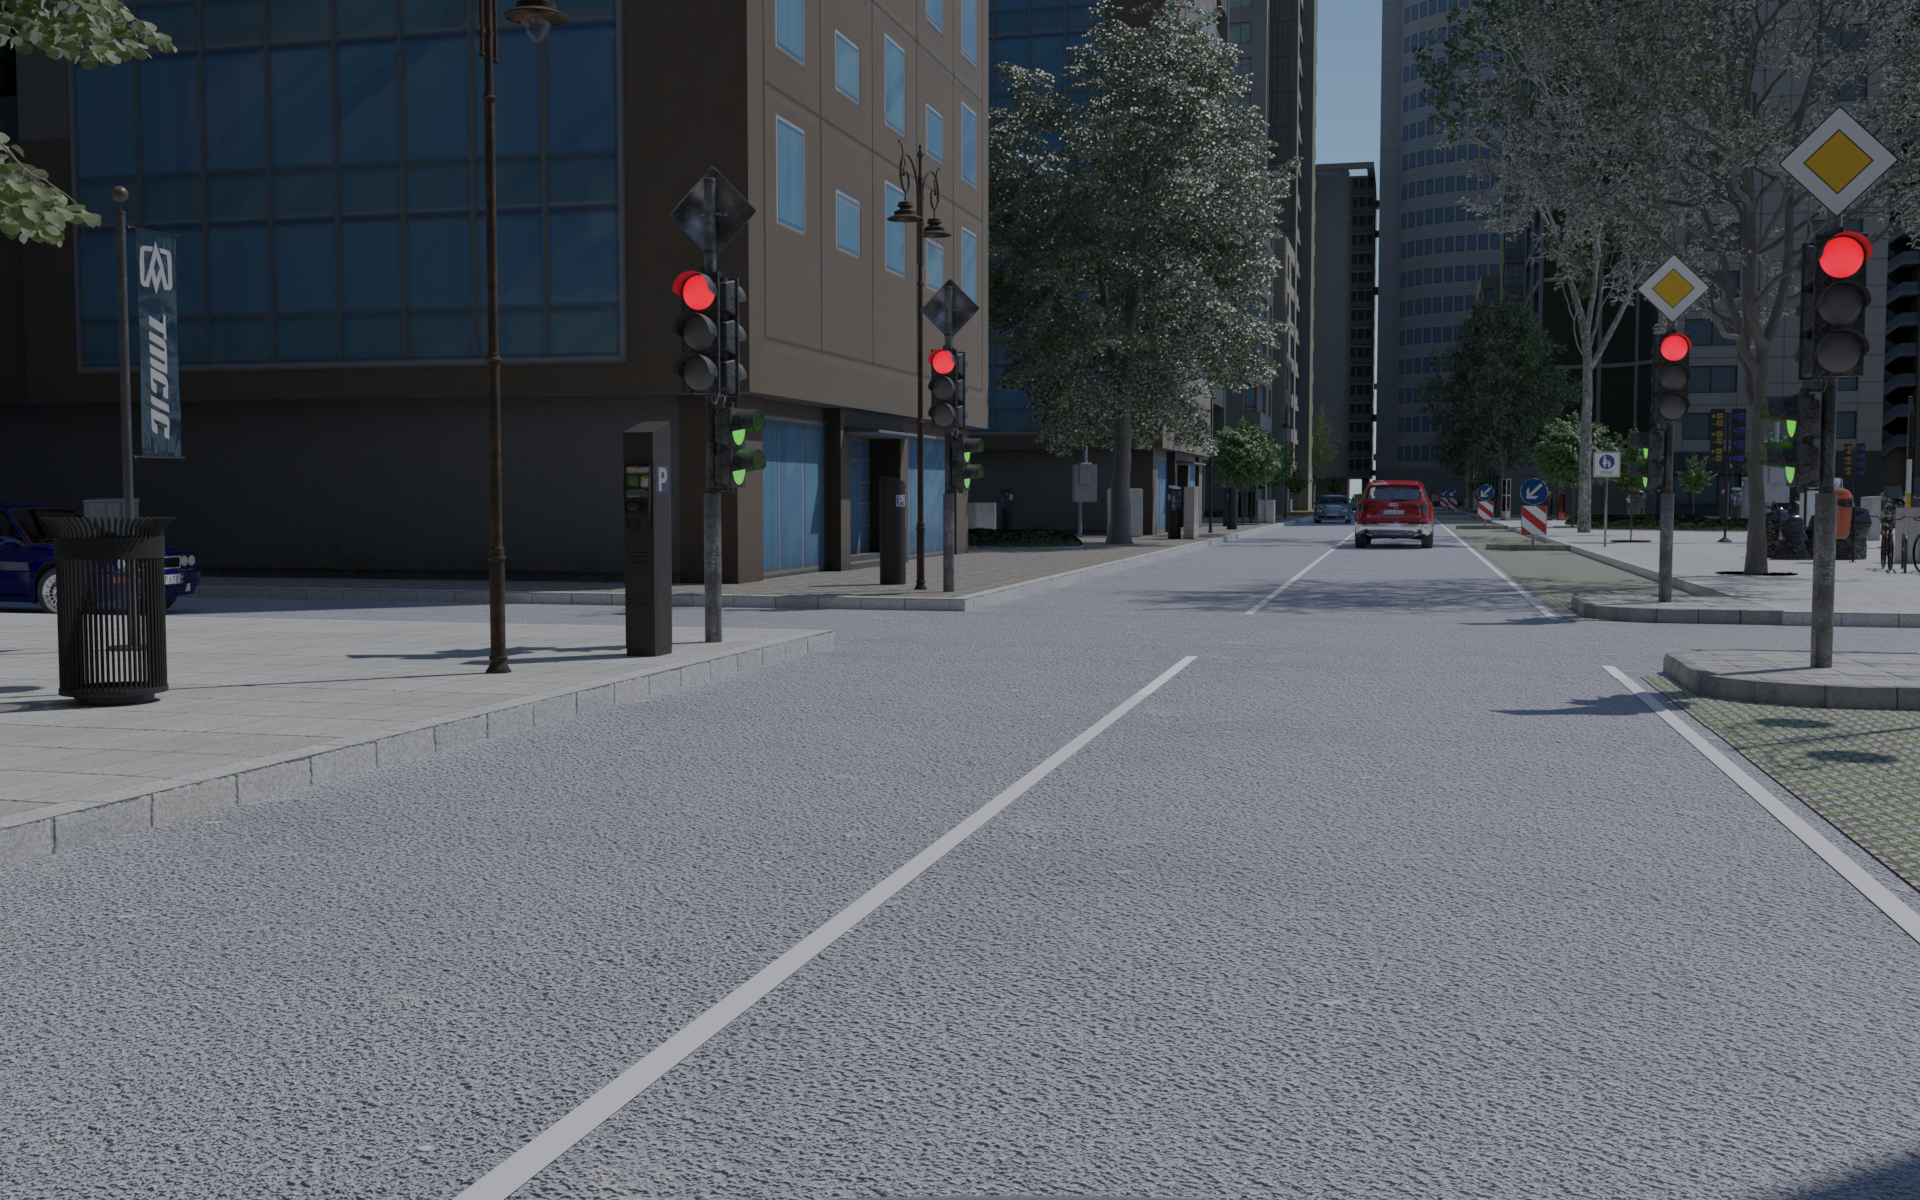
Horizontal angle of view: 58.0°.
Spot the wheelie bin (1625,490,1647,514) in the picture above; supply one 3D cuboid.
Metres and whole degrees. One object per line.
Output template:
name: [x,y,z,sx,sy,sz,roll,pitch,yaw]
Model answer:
wheelie bin: [29.957,-4.207,76.692,0.980,1.594,0.693,-3,4,-36]

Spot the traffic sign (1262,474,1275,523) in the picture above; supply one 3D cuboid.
traffic sign: [13.315,-4.610,75.474,0.768,2.556,0.104,1,4,19]

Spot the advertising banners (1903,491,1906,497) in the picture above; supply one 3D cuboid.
advertising banners: [42.950,-5.041,78.610,0.090,3.025,2.074,2,4,33]

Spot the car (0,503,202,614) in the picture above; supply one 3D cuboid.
car: [-11.224,-0.501,20.774,3.894,1.354,1.945,1,4,13]

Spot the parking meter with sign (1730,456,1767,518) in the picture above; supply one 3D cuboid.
parking meter with sign: [36.142,-5.069,79.147,1.738,3.016,0.543,0,4,6]

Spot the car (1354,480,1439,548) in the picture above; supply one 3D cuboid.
car: [11.931,-2.370,47.421,2.281,1.827,5.304,1,4,16]

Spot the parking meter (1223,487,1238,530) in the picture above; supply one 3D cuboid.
parking meter: [9.813,-3.305,62.450,0.372,1.533,0.369,0,3,0]

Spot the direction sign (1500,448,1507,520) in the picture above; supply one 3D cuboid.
direction sign: [27.077,-5.752,86.044,0.379,3.537,0.876,2,4,24]

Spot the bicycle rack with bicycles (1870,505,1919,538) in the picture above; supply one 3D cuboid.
bicycle rack with bicycles: [28.994,-2.567,55.359,2.925,0.926,2.852,-3,5,-44]

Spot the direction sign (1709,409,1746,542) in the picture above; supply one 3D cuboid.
direction sign: [20.372,-3.304,46.025,0.876,3.537,0.379,1,4,13]

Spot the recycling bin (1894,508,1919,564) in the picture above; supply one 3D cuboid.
recycling bin: [17.980,-1.207,32.287,0.722,1.027,0.722,-1,4,-15]

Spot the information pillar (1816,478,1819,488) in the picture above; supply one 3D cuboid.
information pillar: [38.792,-4.502,78.094,0.304,2.012,0.304,0,4,1]

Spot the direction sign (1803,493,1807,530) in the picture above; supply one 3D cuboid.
direction sign: [21.461,-3.176,43.930,0.379,3.537,0.876,3,4,36]

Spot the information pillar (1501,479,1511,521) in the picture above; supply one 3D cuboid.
information pillar: [26.367,-4.839,83.616,0.304,2.012,0.304,-2,4,-29]

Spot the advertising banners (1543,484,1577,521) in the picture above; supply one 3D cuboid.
advertising banners: [29.174,-5.372,84.025,2.074,3.025,0.090,-1,4,-20]

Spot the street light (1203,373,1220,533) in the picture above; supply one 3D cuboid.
street light: [8.302,-5.165,57.238,0.468,5.910,1.993,1,4,14]

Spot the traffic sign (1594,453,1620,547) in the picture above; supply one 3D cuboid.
traffic sign: [15.641,-2.435,41.934,0.606,2.300,0.079,1,4,20]

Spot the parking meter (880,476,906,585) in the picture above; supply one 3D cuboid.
parking meter: [-0.955,-0.990,24.590,0.372,1.533,0.369,0,3,0]

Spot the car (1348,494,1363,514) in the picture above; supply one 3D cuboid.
car: [29.674,-7.282,127.854,1.959,1.807,4.718,1,4,13]

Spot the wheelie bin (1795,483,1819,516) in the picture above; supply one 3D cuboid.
wheelie bin: [25.176,-2.651,51.245,0.693,1.594,0.980,0,4,-6]

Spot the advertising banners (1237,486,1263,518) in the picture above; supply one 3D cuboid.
advertising banners: [15.783,-5.974,93.866,0.090,3.025,2.074,-2,4,-35]

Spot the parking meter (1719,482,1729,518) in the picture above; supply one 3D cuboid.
parking meter: [35.971,-4.640,81.568,0.399,1.863,0.255,2,4,35]

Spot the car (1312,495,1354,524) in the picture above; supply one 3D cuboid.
car: [18.466,-4.507,85.685,2.014,1.417,4.499,1,4,14]

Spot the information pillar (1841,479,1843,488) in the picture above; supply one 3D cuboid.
information pillar: [43.653,-4.995,86.152,0.304,2.012,0.304,-1,4,-21]

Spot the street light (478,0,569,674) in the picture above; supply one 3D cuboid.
street light: [-3.317,-2.415,12.270,0.468,5.910,1.993,1,4,14]

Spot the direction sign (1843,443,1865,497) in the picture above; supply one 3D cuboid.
direction sign: [39.962,-5.228,77.471,0.876,3.537,0.379,3,5,41]

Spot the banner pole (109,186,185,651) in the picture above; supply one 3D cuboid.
banner pole: [-6.766,-1.492,14.412,0.401,3.779,0.863,1,4,17]

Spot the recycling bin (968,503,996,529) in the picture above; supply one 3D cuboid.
recycling bin: [0.566,-2.301,50.182,0.722,1.027,0.722,-2,4,-31]

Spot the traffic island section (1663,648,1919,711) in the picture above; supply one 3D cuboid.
traffic island section: [6.405,0.578,12.839,2.009,0.180,2.903,1,4,14]

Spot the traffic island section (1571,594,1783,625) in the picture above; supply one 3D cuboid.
traffic island section: [8.394,0.104,20.573,2.009,0.180,2.903,1,4,14]

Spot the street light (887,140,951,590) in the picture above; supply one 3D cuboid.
street light: [-0.529,-3.076,23.076,0.468,5.910,1.993,1,4,14]

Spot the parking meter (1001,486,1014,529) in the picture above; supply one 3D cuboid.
parking meter: [1.453,-2.728,53.015,0.372,1.533,0.369,0,3,0]

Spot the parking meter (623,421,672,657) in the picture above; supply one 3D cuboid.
parking meter: [-2.480,-0.492,13.756,0.255,1.863,0.399,1,4,15]

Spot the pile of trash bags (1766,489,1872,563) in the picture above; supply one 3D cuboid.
pile of trash bags: [16.808,-1.476,33.884,1.912,1.369,3.447,1,4,12]

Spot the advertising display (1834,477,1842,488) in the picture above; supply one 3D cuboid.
advertising display: [33.812,-3.784,67.077,0.974,1.923,0.123,-2,4,-35]

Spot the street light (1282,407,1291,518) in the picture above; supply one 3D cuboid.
street light: [17.317,-7.295,92.066,0.468,5.910,1.993,1,4,14]

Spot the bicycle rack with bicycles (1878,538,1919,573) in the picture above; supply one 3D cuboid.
bicycle rack with bicycles: [16.303,-0.914,28.325,2.852,0.926,2.925,2,4,28]

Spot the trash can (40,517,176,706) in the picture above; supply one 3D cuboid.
trash can: [-5.221,0.061,10.660,0.748,1.137,0.748,0,3,0]

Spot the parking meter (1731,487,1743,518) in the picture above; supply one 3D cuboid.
parking meter: [28.696,-3.400,64.001,0.372,1.533,0.369,0,3,0]

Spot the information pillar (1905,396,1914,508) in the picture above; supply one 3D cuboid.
information pillar: [22.712,-3.064,41.454,0.183,3.616,0.504,2,4,25]

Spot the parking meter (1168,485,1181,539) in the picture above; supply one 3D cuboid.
parking meter: [6.126,-2.510,49.448,0.372,1.533,0.369,0,3,0]

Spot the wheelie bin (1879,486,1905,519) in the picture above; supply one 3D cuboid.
wheelie bin: [38.655,-3.913,71.891,0.980,1.594,0.693,1,4,9]
